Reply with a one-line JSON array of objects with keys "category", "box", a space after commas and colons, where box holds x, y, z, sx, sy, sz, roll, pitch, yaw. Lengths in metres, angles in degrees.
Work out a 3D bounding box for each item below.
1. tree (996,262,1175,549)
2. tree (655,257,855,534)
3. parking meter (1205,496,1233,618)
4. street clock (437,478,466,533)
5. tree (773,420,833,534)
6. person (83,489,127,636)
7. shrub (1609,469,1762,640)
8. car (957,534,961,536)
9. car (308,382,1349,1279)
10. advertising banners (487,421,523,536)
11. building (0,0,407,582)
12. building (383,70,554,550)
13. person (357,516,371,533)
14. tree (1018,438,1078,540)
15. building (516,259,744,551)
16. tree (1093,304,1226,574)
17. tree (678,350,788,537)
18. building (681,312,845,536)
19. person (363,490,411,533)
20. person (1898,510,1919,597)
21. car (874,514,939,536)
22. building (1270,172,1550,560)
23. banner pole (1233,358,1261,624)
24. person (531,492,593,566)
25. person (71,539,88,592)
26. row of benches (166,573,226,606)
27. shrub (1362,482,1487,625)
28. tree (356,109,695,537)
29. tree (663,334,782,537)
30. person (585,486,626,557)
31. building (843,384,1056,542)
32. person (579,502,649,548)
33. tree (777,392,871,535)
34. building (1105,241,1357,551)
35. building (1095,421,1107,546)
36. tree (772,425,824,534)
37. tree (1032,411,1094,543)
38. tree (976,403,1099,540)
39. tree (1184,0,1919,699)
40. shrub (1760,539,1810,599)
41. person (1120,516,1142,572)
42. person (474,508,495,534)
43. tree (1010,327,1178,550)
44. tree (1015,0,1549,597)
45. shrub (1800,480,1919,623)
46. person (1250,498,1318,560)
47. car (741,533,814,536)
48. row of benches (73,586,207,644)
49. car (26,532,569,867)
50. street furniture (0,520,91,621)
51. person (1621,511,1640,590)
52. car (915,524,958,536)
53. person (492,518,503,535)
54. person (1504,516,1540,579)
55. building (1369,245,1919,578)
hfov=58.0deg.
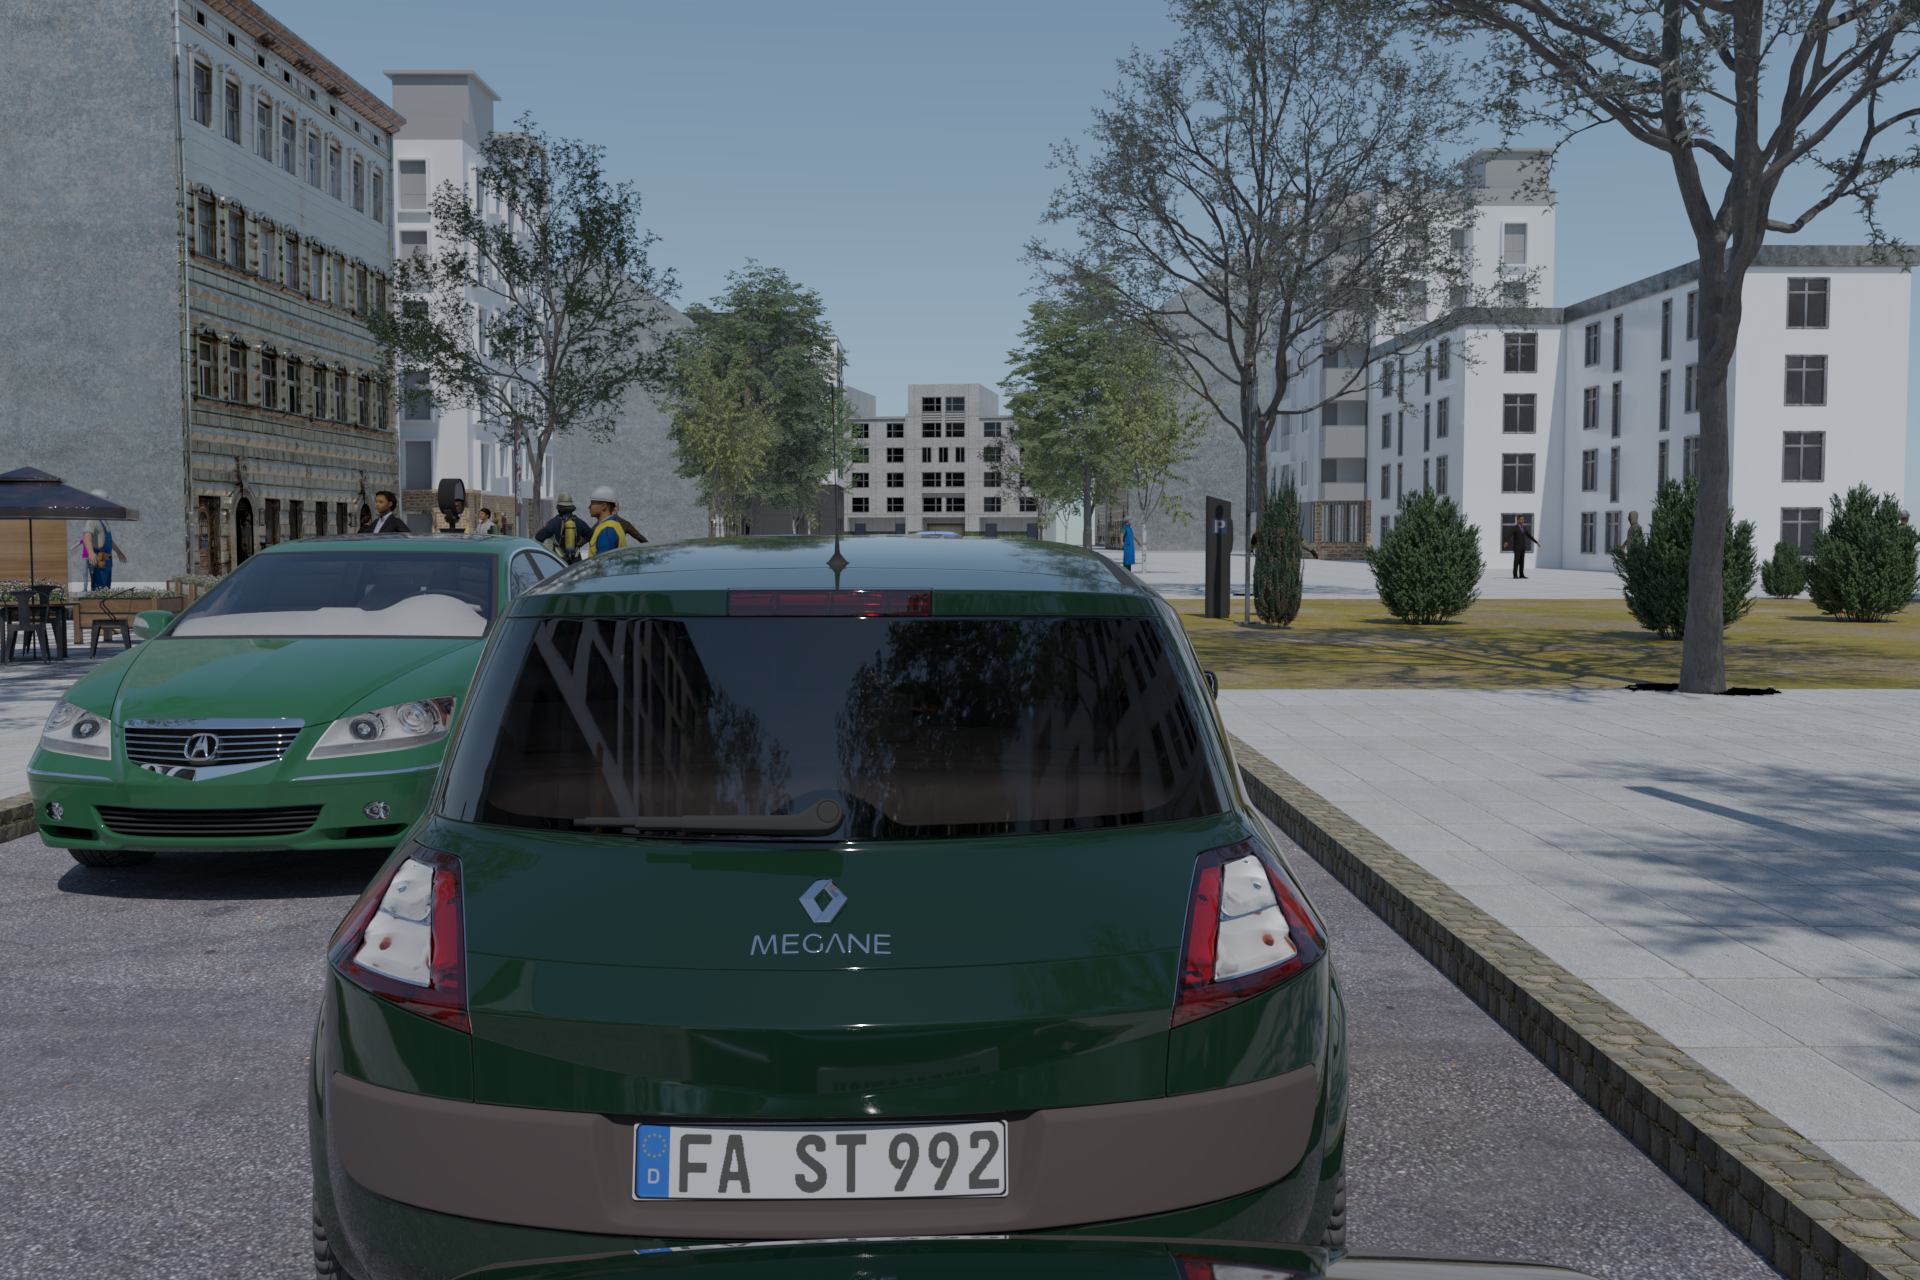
[{"category": "tree", "box": [5.299, -9.431, 72.327, 7.486, 12.596, 7.792, 0, 3, 0]}, {"category": "tree", "box": [-9.635, -10.702, 81.625, 9.857, 13.997, 8.962, 0, 3, 0]}, {"category": "parking meter", "box": [3.950, -1.265, 26.398, 0.399, 1.863, 0.255, 0, 4, 0]}, {"category": "street clock", "box": [-6.597, -1.098, 22.529, 0.358, 2.002, 0.471, 0, 4, 1]}, {"category": "tree", "box": [-9.496, -9.561, 106.692, 4.737, 8.622, 4.395, 0, 3, 0]}, {"category": "person", "box": [-10.850, -0.983, 21.921, 0.705, 1.847, 1.347, -1, 4, -11]}, {"category": "shrub", "box": [8.860, -1.047, 21.159, 1.661, 2.075, 1.752, 0, 3, 0]}, {"category": "car", "box": [-0.555, -5.571, 100.872, 2.009, 1.686, 4.222, 0, 4, -2]}, {"category": "car", "box": [-0.247, 0.327, 4.435, 2.009, 1.686, 4.222, 0, 4, -1]}, {"category": "advertising banners", "box": [-6.879, -1.843, 26.327, 0.090, 3.025, 2.074, 0, 4, 0]}, {"category": "building", "box": [-29.847, -13.665, 54.357, 19.493, 23.208, 18.063, 0, 4, -1]}, {"category": "building", "box": [-24.854, -13.189, 72.068, 16.016, 20.090, 11.380, 0, 4, -1]}, {"category": "person", "box": [-16.970, -2.661, 49.689, 1.347, 1.806, 0.705, 2, 4, 31]}, {"category": "tree", "box": [5.416, -9.639, 107.959, 4.737, 8.622, 4.395, 0, 3, 0]}, {"category": "building", "box": [-28.456, -19.002, 141.607, 19.493, 23.208, 18.063, 0, 4, 0]}, {"category": "tree", "box": [6.025, -6.414, 55.237, 4.737, 8.622, 4.395, 0, 3, 0]}, {"category": "tree", "box": [-9.821, -7.321, 70.057, 4.360, 8.622, 3.978, 0, 3, 0]}, {"category": "building", "box": [-26.537, -20.310, 176.041, 27.936, 21.610, 32.646, 0, 4, -1]}, {"category": "person", "box": [-6.098, -0.703, 18.212, 1.216, 1.740, 0.721, 2, 4, 27]}, {"category": "person", "box": [19.347, -1.770, 35.400, 0.721, 1.772, 1.216, -1, 4, -14]}, {"category": "car", "box": [-0.643, -0.496, 17.889, 2.009, 1.686, 4.222, 0, 4, -1]}, {"category": "building", "box": [22.788, -14.718, 97.061, 16.016, 20.090, 11.380, 0, 3, 0]}, {"category": "banner pole", "box": [4.130, -2.111, 24.534, 0.401, 3.779, 0.863, 0, 4, -1]}, {"category": "person", "box": [-5.474, -1.117, 24.034, 1.354, 1.856, 0.705, -2, 4, -28]}, {"category": "person", "box": [-19.090, -1.751, 37.900, 0.991, 1.433, 0.599, 0, 4, -5]}, {"category": "row of benches", "box": [-11.355, -0.652, 26.130, 1.422, 0.672, 4.104, -2, 4, -32]}, {"category": "shrub", "box": [6.623, -1.239, 24.674, 1.690, 2.028, 1.600, 0, 3, 0]}, {"category": "tree", "box": [-9.796, -6.401, 39.070, 8.767, 10.594, 7.601, 1, 4, 10]}, {"category": "tree", "box": [-8.851, -6.997, 64.758, 4.737, 8.622, 4.395, 0, 3, 0]}, {"category": "person", "box": [-2.995, -0.370, 14.484, 0.705, 1.833, 1.349, 0, 4, -5]}, {"category": "building", "box": [-4.784, -20.948, 211.412, 31.486, 18.905, 16.747, 1, 4, 9]}, {"category": "person", "box": [-5.214, -1.221, 26.096, 1.346, 1.812, 0.704, -1, 4, -17]}, {"category": "tree", "box": [-9.592, -11.720, 117.376, 9.928, 11.665, 9.643, 0, 3, 0]}, {"category": "building", "box": [21.858, -18.879, 139.593, 19.493, 23.208, 18.063, 0, 4, 0]}, {"category": "building", "box": [24.515, -21.715, 185.963, 19.493, 23.208, 18.063, 0, 3, 0]}, {"category": "tree", "box": [-9.611, -9.195, 100.699, 4.360, 8.622, 3.978, 0, 3, 0]}, {"category": "tree", "box": [6.104, -9.140, 99.793, 4.737, 8.622, 4.395, 0, 3, 0]}, {"category": "tree", "box": [5.511, -11.195, 117.453, 8.767, 10.594, 7.601, -1, 4, -10]}, {"category": "tree", "box": [6.053, -6.307, 13.494, 12.009, 13.543, 11.850, 0, 3, 0]}, {"category": "shrub", "box": [16.289, -1.414, 34.231, 1.383, 1.207, 1.383, 0, 3, 0]}, {"category": "person", "box": [4.946, -2.726, 50.693, 0.704, 1.817, 1.347, 2, 4, 29]}, {"category": "person", "box": [-9.590, -1.758, 34.932, 1.347, 1.806, 0.705, 3, 4, 36]}, {"category": "tree", "box": [6.426, -9.653, 83.589, 9.928, 11.665, 9.643, 0, 3, 0]}, {"category": "tree", "box": [6.137, -7.634, 35.194, 12.009, 13.543, 11.850, 0, 3, 0]}, {"category": "shrub", "box": [13.193, -1.302, 25.323, 1.661, 2.075, 1.752, 0, 3, 0]}, {"category": "person", "box": [4.938, -1.288, 26.823, 0.705, 1.858, 1.354, -3, 5, -41]}, {"category": "car", "box": [-2.341, -0.652, 22.465, 2.131, 1.459, 4.920, 0, 4, -1]}, {"category": "row of benches", "box": [-8.405, -0.290, 20.200, 4.104, 0.672, 1.422, 0, 4, 7]}, {"category": "car", "box": [-2.912, 0.173, 8.975, 2.131, 1.459, 4.920, 0, 4, -1]}, {"category": "street furniture", "box": [-18.109, -1.199, 26.463, 9.812, 1.723, 11.010, -2, 4, -26]}, {"category": "person", "box": [15.415, -2.056, 39.746, 0.705, 1.813, 1.348, 1, 4, 10]}, {"category": "car", "box": [-0.631, -2.208, 45.687, 1.945, 1.707, 3.694, 0, 4, 0]}, {"category": "person", "box": [-13.204, -2.611, 49.488, 1.217, 1.733, 0.721, 1, 4, 15]}, {"category": "person", "box": [16.051, -2.654, 49.611, 1.346, 1.802, 0.704, -2, 4, -27]}, {"category": "building", "box": [23.165, -7.482, 64.473, 9.099, 9.664, 28.070, 0, 4, -1]}]
